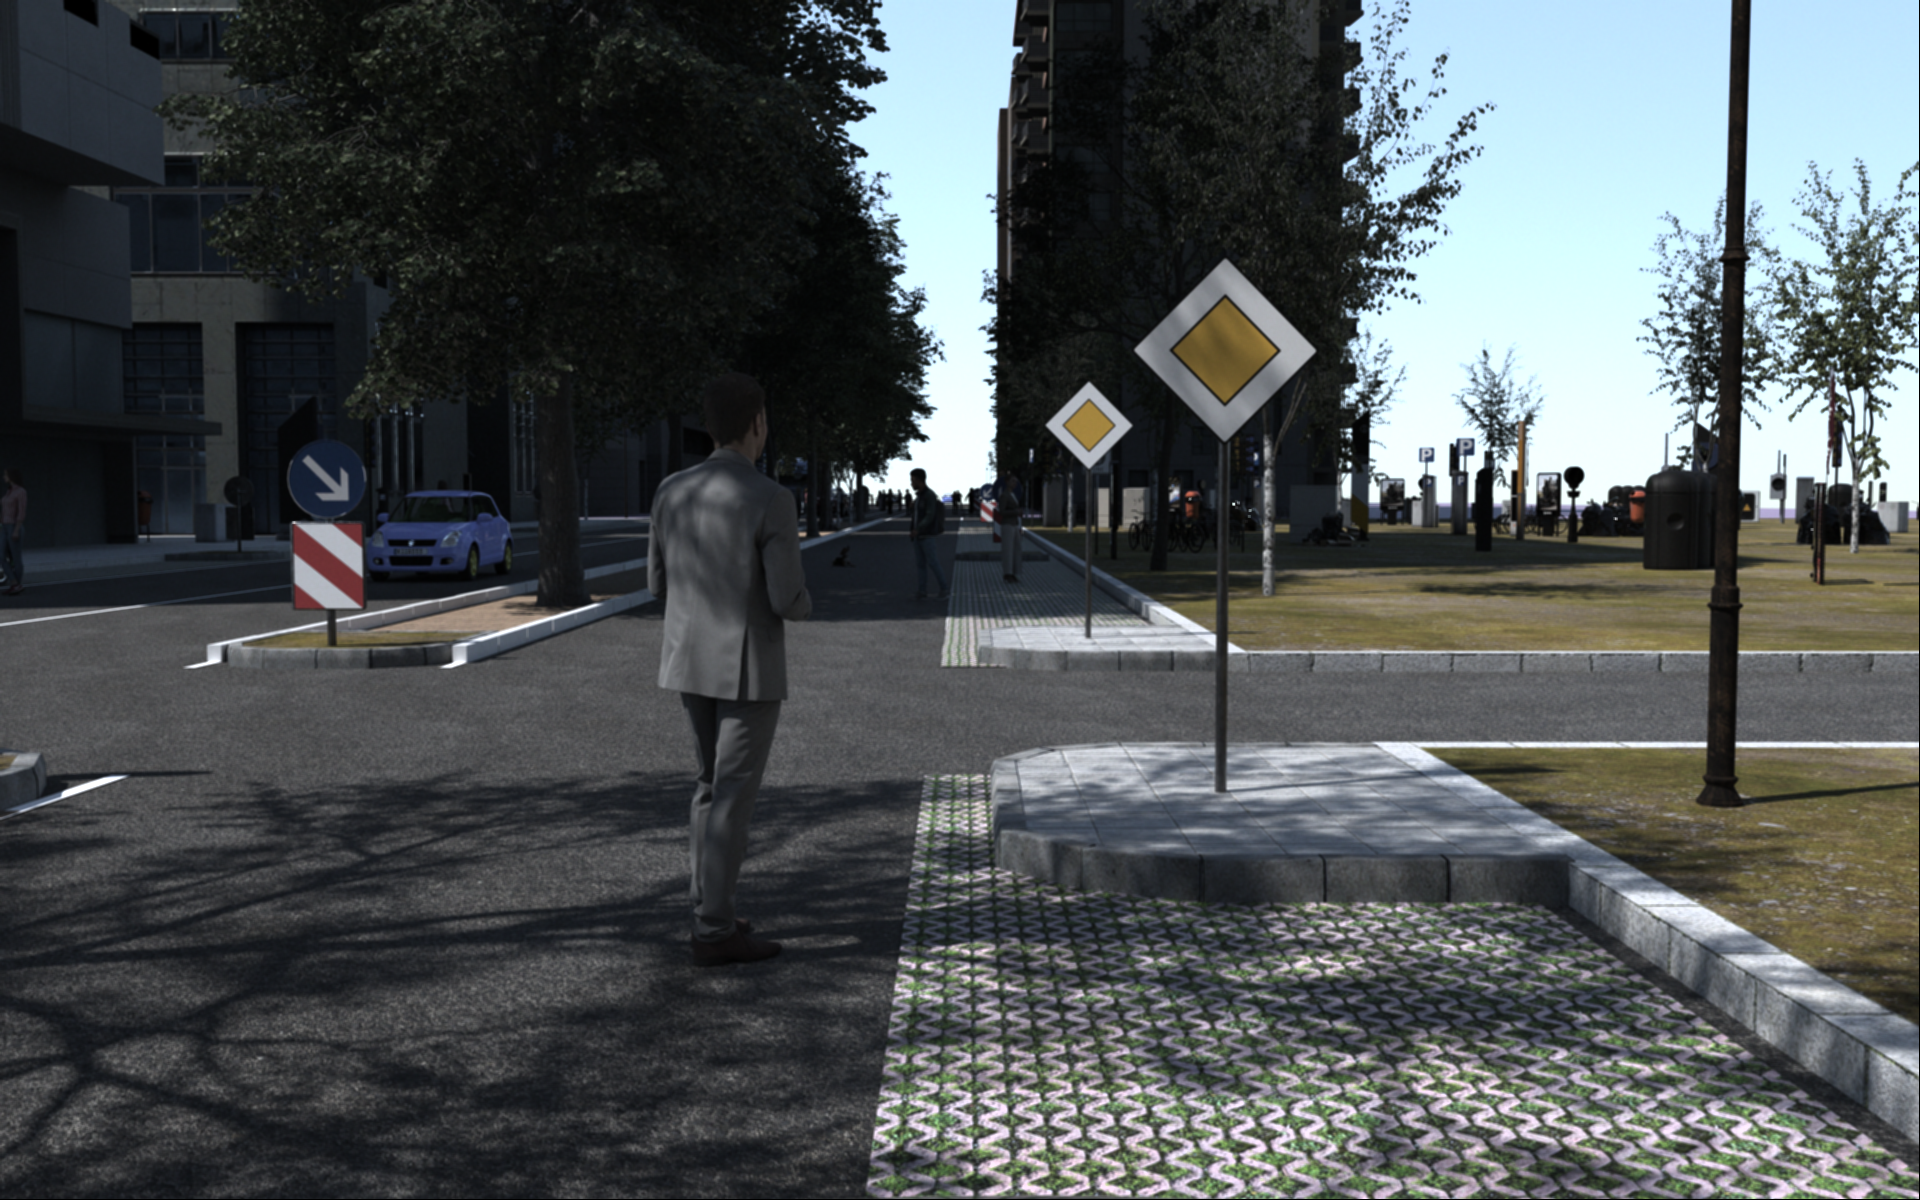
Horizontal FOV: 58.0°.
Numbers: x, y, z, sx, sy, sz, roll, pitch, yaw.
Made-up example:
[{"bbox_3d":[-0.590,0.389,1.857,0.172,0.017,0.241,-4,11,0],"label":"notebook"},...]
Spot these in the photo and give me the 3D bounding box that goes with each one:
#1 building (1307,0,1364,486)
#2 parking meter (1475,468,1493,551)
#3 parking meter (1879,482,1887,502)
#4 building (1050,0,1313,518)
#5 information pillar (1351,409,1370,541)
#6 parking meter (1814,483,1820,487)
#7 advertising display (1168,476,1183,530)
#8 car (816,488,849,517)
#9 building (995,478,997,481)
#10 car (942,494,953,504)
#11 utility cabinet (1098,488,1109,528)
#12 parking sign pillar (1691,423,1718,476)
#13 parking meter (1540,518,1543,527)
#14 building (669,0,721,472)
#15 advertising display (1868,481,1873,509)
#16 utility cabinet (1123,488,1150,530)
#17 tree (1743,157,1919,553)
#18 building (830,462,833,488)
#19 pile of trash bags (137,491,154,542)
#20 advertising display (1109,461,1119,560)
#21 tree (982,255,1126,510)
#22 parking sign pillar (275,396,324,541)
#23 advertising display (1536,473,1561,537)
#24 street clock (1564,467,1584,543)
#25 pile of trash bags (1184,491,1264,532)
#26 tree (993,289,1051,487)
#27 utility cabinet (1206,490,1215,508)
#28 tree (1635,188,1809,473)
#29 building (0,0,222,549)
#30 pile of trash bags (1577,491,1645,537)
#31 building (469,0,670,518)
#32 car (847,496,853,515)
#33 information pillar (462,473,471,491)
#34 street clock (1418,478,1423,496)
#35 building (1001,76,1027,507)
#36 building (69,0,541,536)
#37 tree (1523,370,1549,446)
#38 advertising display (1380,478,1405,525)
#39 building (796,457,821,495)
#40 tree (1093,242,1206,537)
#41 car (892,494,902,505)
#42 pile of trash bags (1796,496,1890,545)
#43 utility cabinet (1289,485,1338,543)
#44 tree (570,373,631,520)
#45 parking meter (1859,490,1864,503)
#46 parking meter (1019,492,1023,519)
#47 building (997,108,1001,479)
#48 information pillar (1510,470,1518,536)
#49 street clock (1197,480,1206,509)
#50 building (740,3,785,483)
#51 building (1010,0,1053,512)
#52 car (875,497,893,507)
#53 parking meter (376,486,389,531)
[{"bbox_3d":[15.478,-28.564,121.640,22.147,44.769,28.867,0,4,0],"label":"building"},{"bbox_3d":[11.790,-2.034,38.960,0.255,1.863,0.399,0,4,-4],"label":"parking meter"},{"bbox_3d":[45.682,-4.895,85.744,0.255,1.863,0.399,3,4,39],"label":"parking meter"},{"bbox_3d":[12.138,-20.113,100.556,14.160,30.474,14.107,0,4,0],"label":"building"},{"bbox_3d":[11.006,-3.438,47.560,0.504,3.616,0.183,0,4,5],"label":"information pillar"},{"bbox_3d":[43.920,-5.081,88.793,0.399,1.863,0.255,-3,5,-40],"label":"parking meter"},{"bbox_3d":[7.563,-3.462,61.819,0.123,1.923,0.974,-3,4,-36],"label":"advertising display"},{"bbox_3d":[-8.282,-6.262,111.058,2.281,1.827,5.304,0,4,1],"label":"car"},{"bbox_3d":[16.533,-36.726,220.073,23.786,49.044,30.456,0,4,0],"label":"building"},{"bbox_3d":[-1.556,-13.751,234.422,1.945,1.707,3.694,0,4,1],"label":"car"},{"bbox_3d":[5.484,-3.441,64.933,0.318,1.500,1.173,-2,4,-24],"label":"utility cabinet"},{"bbox_3d":[28.203,-4.687,65.109,1.447,3.967,1.447,-3,4,-36],"label":"parking sign pillar"},{"bbox_3d":[22.452,-3.732,66.727,0.255,1.863,0.399,0,4,2],"label":"parking meter"},{"bbox_3d":[-29.994,-30.946,129.672,21.300,48.544,21.600,0,4,0],"label":"building"},{"bbox_3d":[44.671,-4.879,84.978,0.123,1.923,0.974,2,4,31],"label":"advertising display"},{"bbox_3d":[6.304,-3.261,62.002,0.318,1.500,1.173,-2,4,-34],"label":"utility cabinet"},{"bbox_3d":[19.145,-5.313,37.227,4.737,8.622,4.395,0,3,0],"label":"tree"},{"bbox_3d":[-25.452,-34.158,242.073,14.154,41.232,14.086,0,4,0],"label":"building"},{"bbox_3d":[-23.086,-2.239,46.358,3.447,1.369,1.912,1,4,15],"label":"pile of trash bags"},{"bbox_3d":[3.033,-1.772,34.181,0.123,1.923,0.974,0,4,1],"label":"advertising display"},{"bbox_3d":[4.398,-10.051,82.459,7.486,12.596,7.792,0,3,0],"label":"tree"},{"bbox_3d":[-18.283,-3.648,48.109,1.447,3.967,1.447,1,4,23],"label":"parking sign pillar"},{"bbox_3d":[17.768,-2.879,52.285,0.123,1.923,0.974,-1,4,-20],"label":"advertising display"},{"bbox_3d":[16.197,-2.518,45.734,0.471,2.002,0.358,-1,4,-12],"label":"street clock"},{"bbox_3d":[8.791,-3.017,59.084,1.912,1.369,3.447,3,5,43],"label":"pile of trash bags"},{"bbox_3d":[3.479,-6.583,58.002,4.360,8.622,3.978,0,3,0],"label":"tree"},{"bbox_3d":[13.037,-4.878,88.429,1.173,1.500,0.318,-3,5,-39],"label":"utility cabinet"},{"bbox_3d":[18.553,-5.642,42.614,4.360,8.622,3.978,0,3,0],"label":"tree"},{"bbox_3d":[-32.449,-26.939,29.697,28.713,52.752,27.495,0,4,0],"label":"building"},{"bbox_3d":[19.840,-2.577,51.879,1.912,1.369,3.447,0,4,2],"label":"pile of trash bags"},{"bbox_3d":[-30.422,-34.372,103.976,21.231,58.520,28.212,0,4,0],"label":"building"},{"bbox_3d":[-8.111,-6.362,116.017,2.014,1.417,4.499,0,4,0],"label":"car"},{"bbox_3d":[-17.423,-3.469,61.209,0.304,2.012,0.304,-1,4,-13],"label":"information pillar"},{"bbox_3d":[20.460,-4.397,76.461,0.471,2.002,0.358,1,4,14],"label":"street clock"},{"bbox_3d":[12.083,-32.578,182.768,14.600,45.320,14.200,0,4,0],"label":"building"},{"bbox_3d":[-29.138,-46.065,65.836,22.319,86.520,31.000,0,4,0],"label":"building"},{"bbox_3d":[25.682,-8.095,82.717,4.360,8.622,3.978,0,3,0],"label":"tree"},{"bbox_3d":[17.878,-4.062,71.635,0.974,1.923,0.123,0,4,7],"label":"advertising display"},{"bbox_3d":[-32.121,-23.009,221.240,27.650,21.520,28.899,0,4,0],"label":"building"},{"bbox_3d":[6.079,-6.200,51.732,4.737,8.622,4.395,0,3,0],"label":"tree"},{"bbox_3d":[-8.338,-12.846,221.824,2.131,1.459,4.920,0,4,-1],"label":"car"},{"bbox_3d":[23.364,-2.119,44.394,3.447,1.369,1.912,2,4,25],"label":"pile of trash bags"},{"bbox_3d":[9.044,-2.177,44.265,1.173,1.500,0.318,1,4,23],"label":"utility cabinet"},{"bbox_3d":[-18.631,-8.326,86.488,4.737,8.622,4.395,0,3,0],"label":"tree"},{"bbox_3d":[44.146,-4.685,85.005,0.372,1.533,0.369,0,3,0],"label":"parking meter"},{"bbox_3d":[3.090,-4.979,89.813,0.372,1.533,0.369,0,3,0],"label":"parking meter"},{"bbox_3d":[11.234,-33.462,197.209,14.600,45.320,14.200,0,4,0],"label":"building"},{"bbox_3d":[16.875,-2.932,52.423,0.304,2.012,0.304,-3,5,-41],"label":"information pillar"},{"bbox_3d":[12.196,-5.071,87.480,0.358,2.002,0.471,3,5,43],"label":"street clock"},{"bbox_3d":[-29.462,-53.584,188.764,22.319,86.520,31.000,0,4,0],"label":"building"},{"bbox_3d":[15.628,-30.326,150.453,22.147,44.769,28.867,0,4,0],"label":"building"},{"bbox_3d":[-8.522,-11.222,193.707,2.015,1.641,3.980,0,4,0],"label":"car"},{"bbox_3d":[-17.532,-2.701,52.571,0.372,1.533,0.369,0,3,0],"label":"parking meter"}]
